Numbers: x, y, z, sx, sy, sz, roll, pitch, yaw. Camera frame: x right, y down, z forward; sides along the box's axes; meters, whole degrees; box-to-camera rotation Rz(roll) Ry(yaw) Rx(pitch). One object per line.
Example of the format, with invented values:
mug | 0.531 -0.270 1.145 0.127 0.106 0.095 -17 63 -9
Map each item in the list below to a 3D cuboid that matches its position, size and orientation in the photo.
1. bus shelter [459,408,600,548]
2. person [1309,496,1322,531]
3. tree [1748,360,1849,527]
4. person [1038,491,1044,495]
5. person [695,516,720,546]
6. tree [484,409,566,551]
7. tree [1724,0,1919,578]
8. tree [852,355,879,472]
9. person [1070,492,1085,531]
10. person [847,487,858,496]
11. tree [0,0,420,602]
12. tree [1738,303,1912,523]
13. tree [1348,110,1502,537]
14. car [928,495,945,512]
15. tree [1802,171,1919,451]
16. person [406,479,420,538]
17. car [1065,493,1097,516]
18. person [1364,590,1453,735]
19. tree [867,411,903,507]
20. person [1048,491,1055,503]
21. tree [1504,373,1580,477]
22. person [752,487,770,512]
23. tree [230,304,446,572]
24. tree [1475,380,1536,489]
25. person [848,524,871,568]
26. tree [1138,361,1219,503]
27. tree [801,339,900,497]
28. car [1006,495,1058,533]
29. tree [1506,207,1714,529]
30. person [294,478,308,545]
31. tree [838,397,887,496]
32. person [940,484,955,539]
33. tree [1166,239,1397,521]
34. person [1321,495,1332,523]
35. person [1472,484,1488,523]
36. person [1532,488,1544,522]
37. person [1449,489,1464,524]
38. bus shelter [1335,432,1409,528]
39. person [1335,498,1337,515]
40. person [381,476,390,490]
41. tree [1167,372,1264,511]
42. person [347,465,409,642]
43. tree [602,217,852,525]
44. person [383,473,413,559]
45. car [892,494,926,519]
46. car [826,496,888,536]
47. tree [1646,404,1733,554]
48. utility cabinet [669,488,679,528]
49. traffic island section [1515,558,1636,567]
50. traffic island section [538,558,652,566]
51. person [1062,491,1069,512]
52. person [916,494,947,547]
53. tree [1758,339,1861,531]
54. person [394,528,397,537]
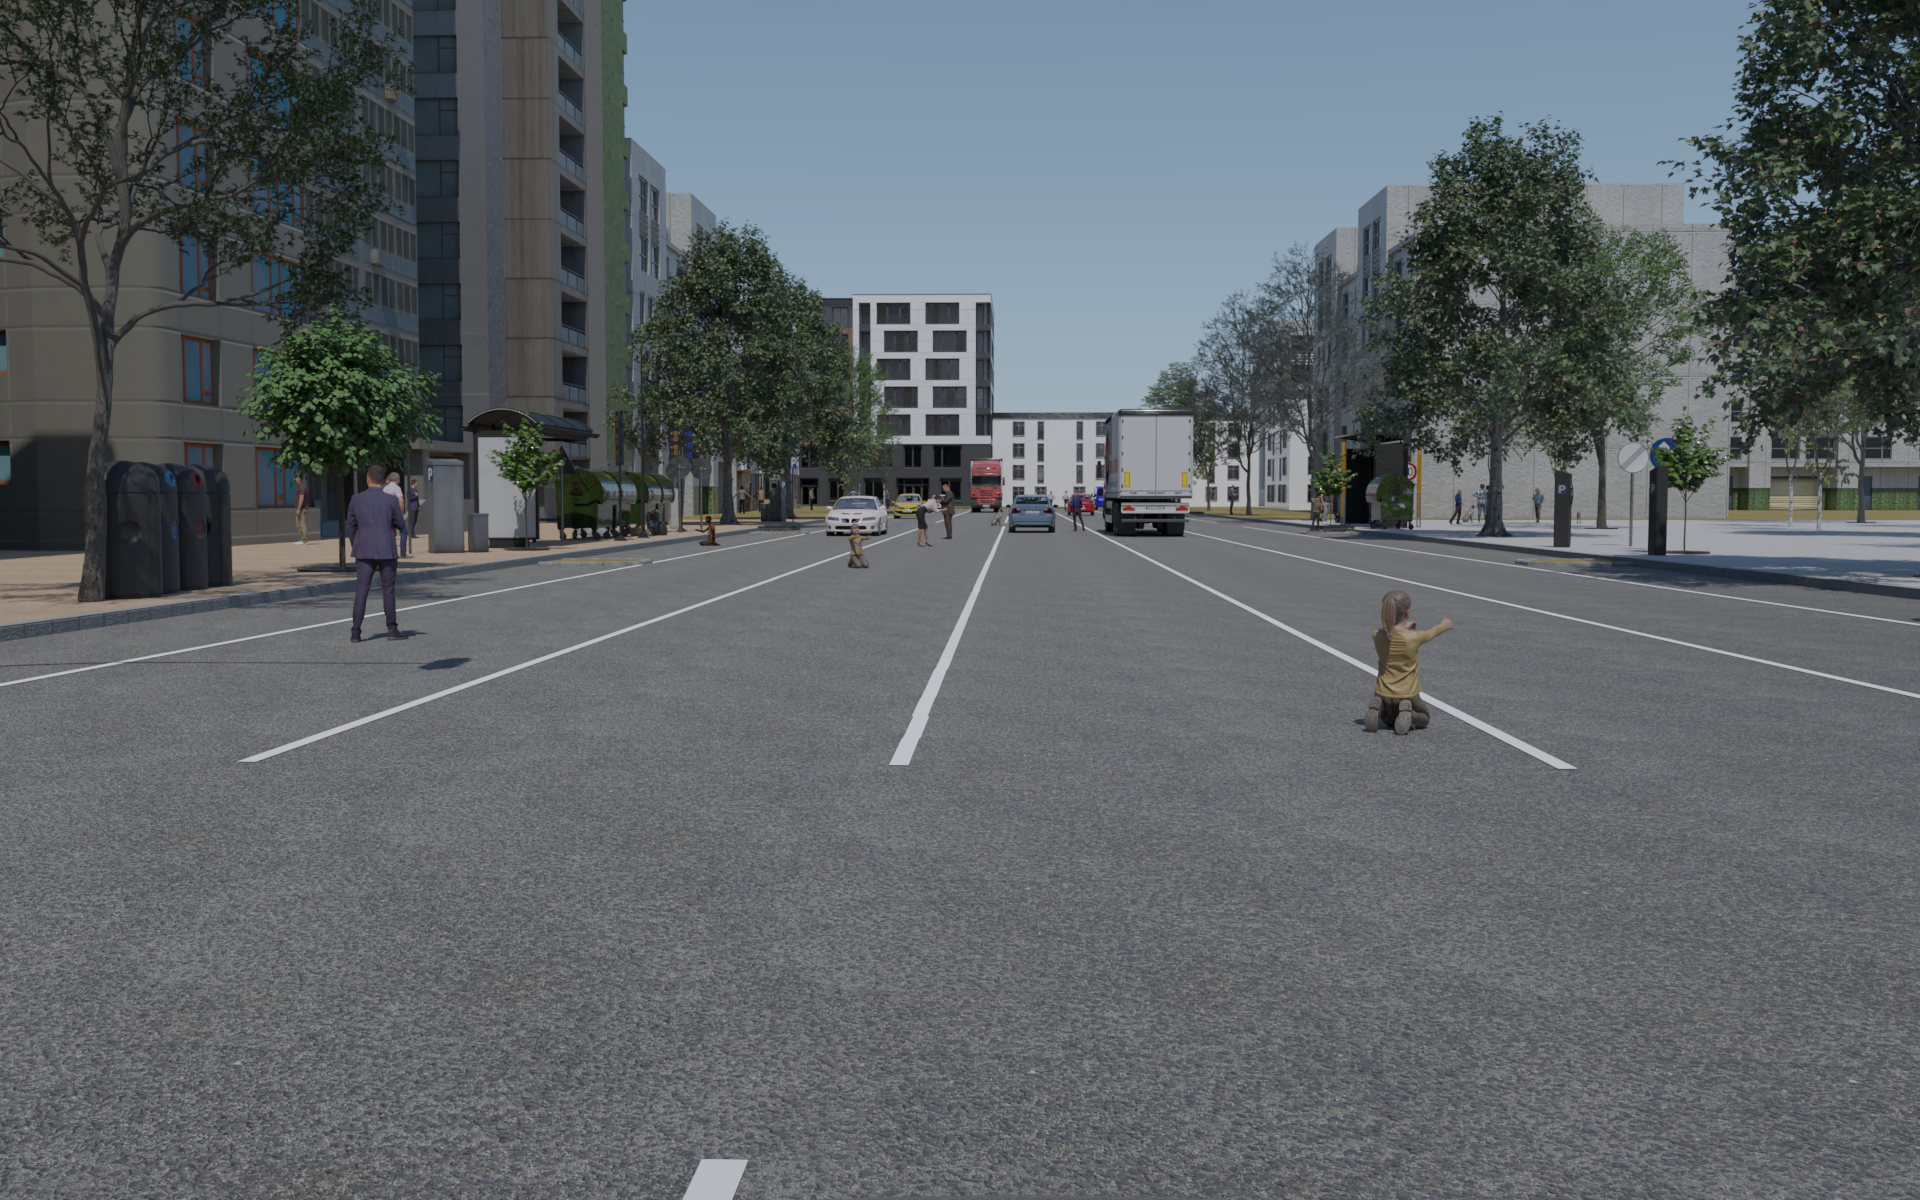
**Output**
bus shelter | -10.644 -3.022 43.339 2.014 3.302 5.546 0 4 2
person | 13.913 -3.384 67.733 0.435 1.345 0.340 -1 4 -18
tree | 32.551 -7.163 67.473 4.737 8.622 4.395 0 3 0
person | 3.669 -4.049 76.915 0.590 1.554 0.614 1 4 20
person | -7.027 -1.910 48.014 0.655 0.850 0.859 -1 4 -20
tree | -9.771 -2.746 39.497 1.663 3.219 1.824 0 3 0
tree | 15.366 -6.684 26.292 9.611 12.733 9.660 0 3 0
tree | -8.908 -10.477 88.306 9.611 12.733 9.660 0 3 0
person | 4.581 -3.421 67.130 0.574 1.496 0.600 1 4 12
person | -8.539 -8.132 139.083 1.350 1.814 0.705 0 4 3
tree | -10.021 -5.257 20.359 7.601 10.594 8.767 0 4 -5
tree | 39.546 -10.124 75.896 12.009 13.543 11.850 0 3 0
tree | 16.248 -8.252 51.928 9.611 12.733 9.660 0 3 0
car | -1.552 -7.822 140.245 2.083 1.381 4.827 0 4 1
tree | 28.801 -8.135 51.132 7.486 12.596 7.792 0 3 0
person | -15.856 -2.648 50.253 0.530 1.710 0.541 1 4 22
car | 8.080 -6.529 115.789 2.155 1.783 4.494 0 4 3
person | 2.719 0.360 10.543 0.347 0.859 0.695 3 4 36
tree | -6.580 -11.952 145.771 4.360 8.622 3.978 0 3 0
person | 8.028 -8.803 153.361 0.756 1.711 0.436 2 4 32
tree | 24.794 -7.459 72.322 4.737 8.622 4.395 0 3 0
person | -14.055 -7.115 122.467 1.348 1.812 0.705 -1 4 -13
tree | -10.449 -2.766 28.939 4.285 4.588 4.351 0 3 0
tree | 25.776 -8.105 82.882 4.360 8.622 3.978 0 3 0
person | -1.945 -1.040 33.425 0.347 0.859 0.695 -2 4 -24
tree | 18.423 -14.090 148.505 7.486 12.596 7.792 0 3 0
tree | -7.956 -11.749 117.849 9.928 11.665 9.643 0 3 0
car | 2.721 -3.270 65.461 2.014 1.417 4.499 0 4 2
tree | 23.323 -8.400 63.097 9.928 11.665 9.643 0 3 0
person | -16.628 -2.290 43.620 0.434 1.807 0.598 0 4 -5
tree | -7.288 -10.698 125.277 4.737 8.622 4.395 0 3 0
person | -0.454 -2.816 55.227 0.600 1.739 0.565 -3 4 -36
tree | 17.053 -10.595 83.592 12.009 13.543 11.850 0 3 0
person | 16.068 -4.264 75.880 0.598 1.807 0.434 -2 4 -27
person | 22.761 -4.204 75.500 0.841 1.734 0.376 2 4 29
person | 26.069 -4.271 78.087 0.429 1.552 0.499 -2 4 -25
person | 21.138 -3.956 73.415 0.574 1.496 0.600 -2 4 -28
bus shelter | 16.127 -4.691 67.980 1.731 3.624 6.357 0 4 2
person | 17.687 -4.512 80.515 0.576 1.737 0.504 3 5 39
person | -13.963 -2.172 42.241 0.565 1.739 0.600 -1 4 -16
tree | 18.957 -12.030 131.101 8.767 10.594 7.601 1 4 16
person | -5.684 -0.457 16.891 0.541 1.710 0.530 0 4 5
tree | -9.660 -9.468 71.813 9.611 12.733 9.660 0 3 0
person | -11.238 -1.684 34.522 0.756 1.711 0.436 3 5 44
car | -2.954 -5.569 101.271 2.015 1.641 3.980 0 4 2
car | -3.586 -2.956 60.694 2.083 1.381 4.827 0 4 3
tree | 15.605 -2.620 37.443 1.663 3.219 1.824 0 3 0
utility cabinet | -10.681 -3.428 64.729 0.318 1.500 1.173 -1 4 -13
traffic island section | 12.391 -0.754 35.196 1.991 0.108 1.994 0 4 2
traffic island section | -7.359 -0.761 35.311 1.991 0.108 1.994 0 4 2
person | 8.692 -8.062 141.247 0.436 1.711 0.756 -2 4 -35
person | -0.822 -2.172 47.199 0.628 1.438 0.799 3 4 37
tree | 30.024 -6.737 60.515 4.360 8.622 3.978 0 3 0
person | -15.993 -2.434 48.312 0.523 1.526 0.387 -3 5 -40
